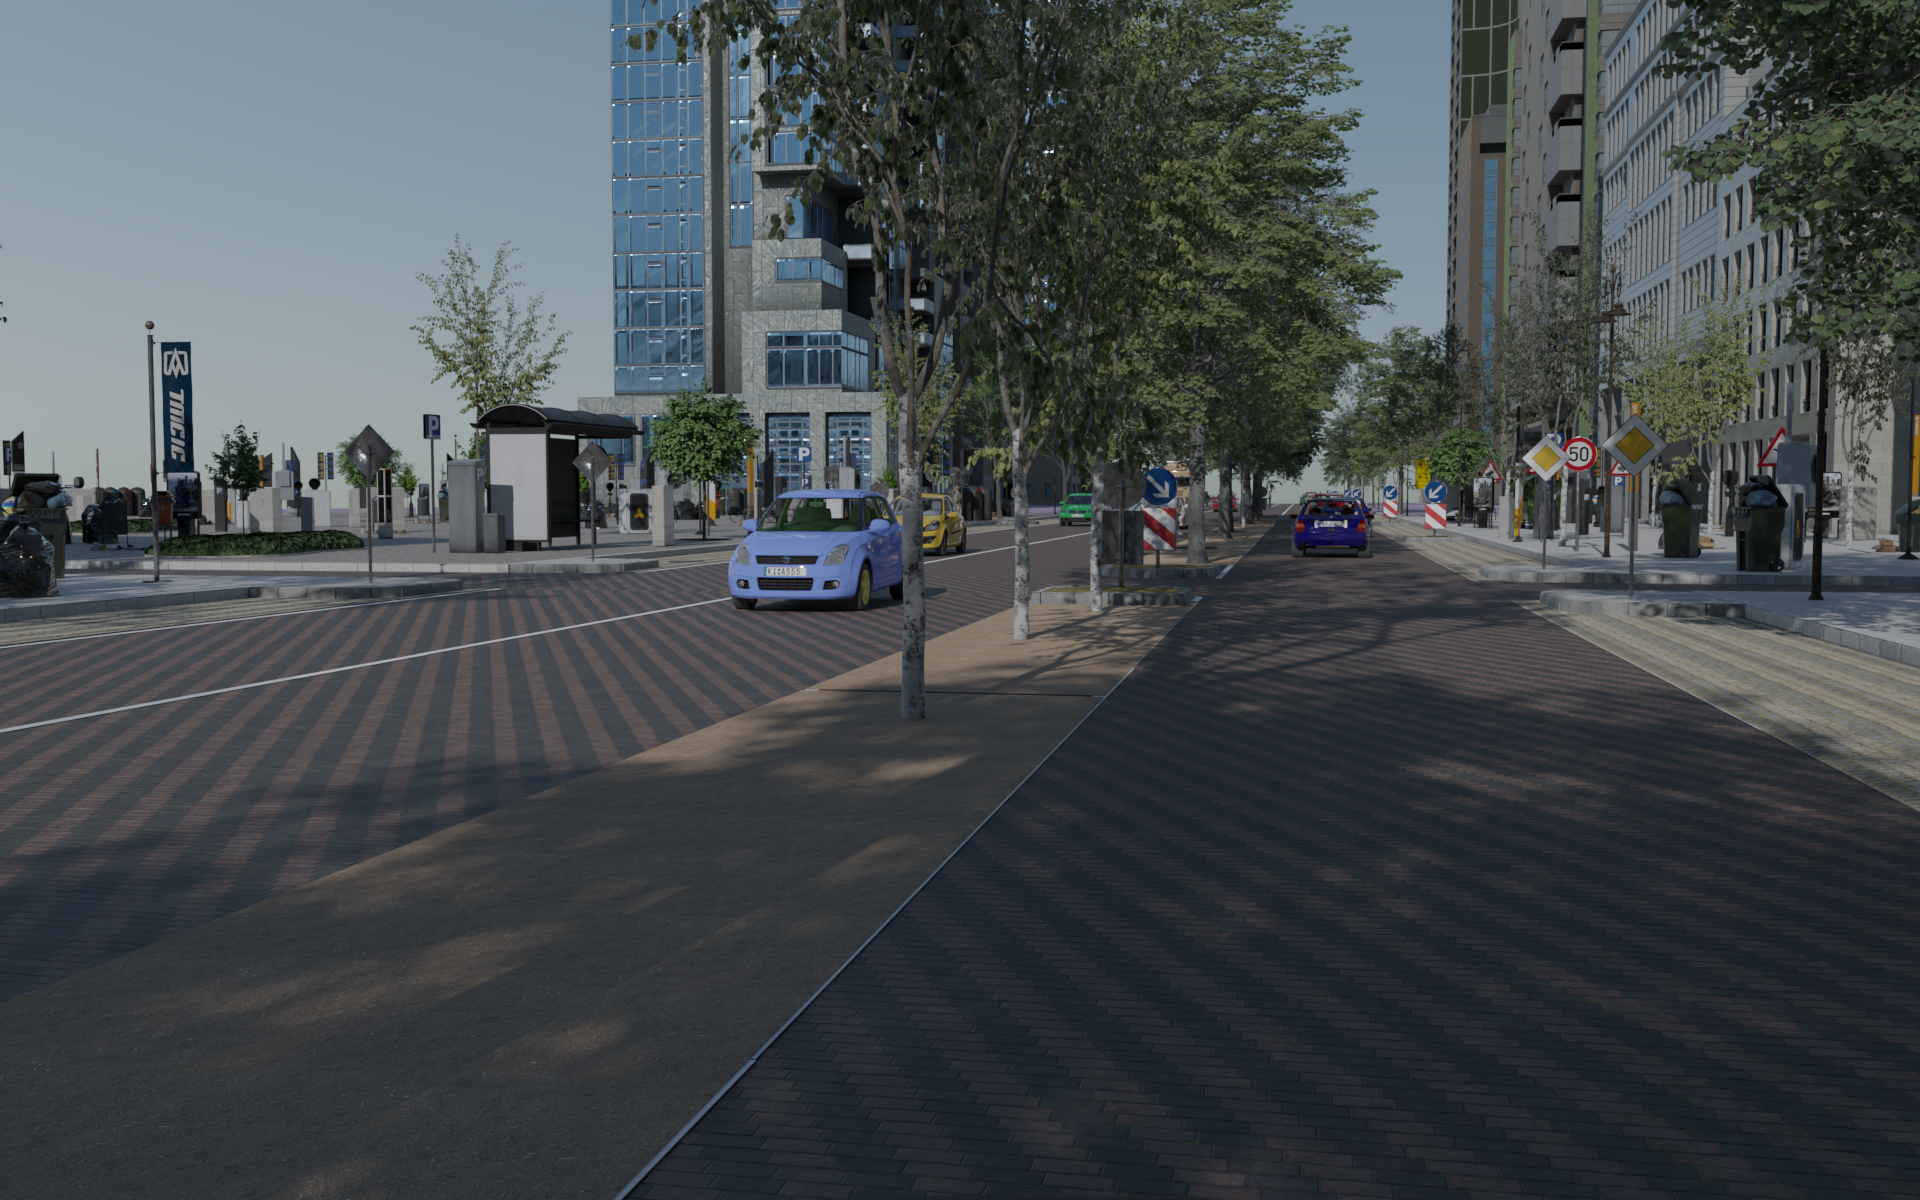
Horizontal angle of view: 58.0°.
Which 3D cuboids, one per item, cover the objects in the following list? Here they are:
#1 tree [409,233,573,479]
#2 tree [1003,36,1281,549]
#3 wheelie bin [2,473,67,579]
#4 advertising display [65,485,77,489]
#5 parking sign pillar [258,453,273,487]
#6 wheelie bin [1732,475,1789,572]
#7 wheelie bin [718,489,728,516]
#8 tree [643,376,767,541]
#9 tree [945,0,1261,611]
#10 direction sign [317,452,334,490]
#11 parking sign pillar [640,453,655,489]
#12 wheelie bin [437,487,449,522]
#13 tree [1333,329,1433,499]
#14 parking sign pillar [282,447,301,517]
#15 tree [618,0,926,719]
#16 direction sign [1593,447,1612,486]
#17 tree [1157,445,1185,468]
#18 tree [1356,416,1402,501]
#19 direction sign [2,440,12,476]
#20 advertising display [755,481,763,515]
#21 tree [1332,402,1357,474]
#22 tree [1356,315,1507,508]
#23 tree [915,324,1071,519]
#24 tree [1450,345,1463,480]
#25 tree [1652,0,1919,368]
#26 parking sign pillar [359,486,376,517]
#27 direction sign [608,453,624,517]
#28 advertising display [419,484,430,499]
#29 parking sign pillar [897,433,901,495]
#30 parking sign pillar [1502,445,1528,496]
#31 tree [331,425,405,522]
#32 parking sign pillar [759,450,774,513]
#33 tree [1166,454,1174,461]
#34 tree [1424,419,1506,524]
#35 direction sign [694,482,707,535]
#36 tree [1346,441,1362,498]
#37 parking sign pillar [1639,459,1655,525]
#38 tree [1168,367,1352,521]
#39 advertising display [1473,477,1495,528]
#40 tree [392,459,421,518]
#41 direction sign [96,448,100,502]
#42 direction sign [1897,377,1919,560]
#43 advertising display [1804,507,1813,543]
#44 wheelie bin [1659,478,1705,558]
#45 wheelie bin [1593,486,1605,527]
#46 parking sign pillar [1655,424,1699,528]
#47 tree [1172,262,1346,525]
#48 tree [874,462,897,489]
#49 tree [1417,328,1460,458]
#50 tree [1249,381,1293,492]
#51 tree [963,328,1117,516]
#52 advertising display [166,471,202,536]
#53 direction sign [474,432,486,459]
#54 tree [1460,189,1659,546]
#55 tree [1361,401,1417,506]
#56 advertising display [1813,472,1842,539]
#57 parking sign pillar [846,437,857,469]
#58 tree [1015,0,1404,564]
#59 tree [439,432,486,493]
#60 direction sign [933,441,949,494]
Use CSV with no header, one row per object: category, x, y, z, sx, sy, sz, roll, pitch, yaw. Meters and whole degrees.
tree,-13.562,-6.083,49.815,4.737,8.622,4.395,0,3,0
tree,6.124,-8.086,45.038,12.009,13.543,11.850,0,3,0
wheelie bin,-13.894,-1.118,26.181,0.693,1.594,0.980,3,5,39
advertising display,-61.514,-7.024,120.054,0.123,1.923,0.974,3,5,40
parking sign pillar,-44.880,-7.519,111.406,1.447,3.967,1.447,-1,4,-19
wheelie bin,13.221,-1.268,28.645,0.693,1.594,0.980,0,4,-3
wheelie bin,-14.288,-5.815,102.988,0.980,1.594,0.693,0,4,-2
tree,-7.113,-3.945,48.215,4.285,4.588,4.351,0,3,0
tree,1.662,-4.173,21.049,4.737,8.622,4.395,0,3,0
direction sign,-34.347,-6.229,93.834,0.876,3.537,0.379,0,4,2
parking sign pillar,-17.443,-6.616,96.648,1.447,3.967,1.447,1,4,9
wheelie bin,-23.544,-4.370,79.354,0.693,1.594,0.980,0,4,1
tree,47.518,-20.964,198.656,12.611,20.169,13.585,0,3,0
parking sign pillar,-37.846,-6.719,98.330,1.447,3.967,1.447,-3,4,-38
tree,-0.325,-3.529,10.516,4.360,8.622,3.978,0,3,0
direction sign,31.015,-5.606,83.655,0.876,3.537,0.379,0,4,-6
tree,29.561,-18.078,229.991,8.767,10.594,7.601,3,5,40
tree,35.731,-12.016,146.826,4.360,8.622,3.978,0,3,0
direction sign,-39.923,-4.957,73.050,0.379,3.537,0.876,2,4,25
advertising display,-9.973,-4.940,85.983,0.123,1.923,0.974,1,4,11
tree,38.911,-13.941,162.345,8.767,10.594,7.601,1,4,20
tree,24.869,-9.523,90.116,7.601,10.594,8.767,1,4,10
tree,1.921,-9.448,88.883,8.767,10.594,7.601,-2,4,-25
tree,18.141,-6.539,57.271,4.360,8.622,3.978,0,3,0
tree,9.413,-6.467,12.395,9.857,13.997,8.962,0,3,0
parking sign pillar,-33.566,-6.722,98.371,1.447,3.967,1.447,-1,4,-9
direction sign,-19.156,-6.395,96.552,0.876,3.537,0.379,-2,4,-25
advertising display,-32.847,-6.176,106.193,0.123,1.923,0.974,1,4,16
parking sign pillar,-2.401,-5.412,76.954,1.447,3.967,1.447,1,4,16
parking sign pillar,30.762,-6.577,96.000,1.447,3.967,1.447,3,4,37
tree,-27.852,-5.963,81.207,4.285,4.588,4.351,0,3,0
parking sign pillar,-11.716,-7.100,104.555,1.447,3.967,1.447,1,4,21
tree,23.060,-21.057,200.165,12.611,20.169,13.585,0,3,0
tree,21.863,-5.577,74.898,4.285,4.588,4.351,0,3,0
direction sign,-8.183,-3.822,54.494,0.379,3.537,0.876,-2,4,-29
tree,43.543,-14.369,185.298,4.737,8.622,4.395,0,3,0
parking sign pillar,29.571,-5.187,73.283,1.447,3.967,1.447,3,4,38
tree,15.610,-10.488,90.950,9.611,12.733,9.660,0,3,0
advertising display,19.697,-3.668,65.180,0.123,1.923,0.974,-2,4,-29
tree,-30.358,-6.150,95.153,1.663,3.219,1.824,0,3,0
direction sign,-42.857,-5.759,86.160,0.379,3.537,0.876,-2,4,-30
direction sign,18.618,-2.563,33.902,0.379,3.537,0.876,2,4,26
advertising display,21.934,-2.462,45.475,0.974,1.923,0.123,-2,4,-29
wheelie bin,14.498,-1.649,34.861,0.980,1.594,0.693,-3,5,-44
wheelie bin,24.920,-3.603,66.812,0.980,1.594,0.693,-1,4,-16
parking sign pillar,27.415,-4.740,65.965,1.447,3.967,1.447,1,4,23
tree,13.423,-10.492,80.654,9.857,13.997,8.962,0,3,0
tree,-4.390,-6.703,104.195,1.663,3.219,1.824,0,3,0
tree,30.012,-12.100,115.964,7.486,12.596,7.792,0,3,0
tree,11.961,-7.333,72.712,4.360,8.622,3.978,0,3,0
tree,3.807,-10.791,102.194,9.928,11.665,9.643,0,3,0
advertising display,-21.673,-2.640,48.374,0.974,1.923,0.123,1,4,9
direction sign,-17.468,-4.352,63.154,0.379,3.537,0.876,-3,5,-43
tree,15.040,-5.659,42.888,4.360,8.622,3.978,0,3,0
tree,33.938,-11.252,134.327,4.737,8.622,4.395,0,3,0
advertising display,24.955,-2.746,50.114,0.974,1.923,0.123,2,4,25
parking sign pillar,-5.214,-5.757,82.607,1.447,3.967,1.447,0,4,-7
tree,4.873,-6.976,34.649,7.486,12.596,7.792,0,3,0
tree,-15.096,-3.628,53.927,1.663,3.219,1.824,0,3,0
direction sign,-0.811,-5.025,74.149,0.876,3.537,0.379,3,4,37
